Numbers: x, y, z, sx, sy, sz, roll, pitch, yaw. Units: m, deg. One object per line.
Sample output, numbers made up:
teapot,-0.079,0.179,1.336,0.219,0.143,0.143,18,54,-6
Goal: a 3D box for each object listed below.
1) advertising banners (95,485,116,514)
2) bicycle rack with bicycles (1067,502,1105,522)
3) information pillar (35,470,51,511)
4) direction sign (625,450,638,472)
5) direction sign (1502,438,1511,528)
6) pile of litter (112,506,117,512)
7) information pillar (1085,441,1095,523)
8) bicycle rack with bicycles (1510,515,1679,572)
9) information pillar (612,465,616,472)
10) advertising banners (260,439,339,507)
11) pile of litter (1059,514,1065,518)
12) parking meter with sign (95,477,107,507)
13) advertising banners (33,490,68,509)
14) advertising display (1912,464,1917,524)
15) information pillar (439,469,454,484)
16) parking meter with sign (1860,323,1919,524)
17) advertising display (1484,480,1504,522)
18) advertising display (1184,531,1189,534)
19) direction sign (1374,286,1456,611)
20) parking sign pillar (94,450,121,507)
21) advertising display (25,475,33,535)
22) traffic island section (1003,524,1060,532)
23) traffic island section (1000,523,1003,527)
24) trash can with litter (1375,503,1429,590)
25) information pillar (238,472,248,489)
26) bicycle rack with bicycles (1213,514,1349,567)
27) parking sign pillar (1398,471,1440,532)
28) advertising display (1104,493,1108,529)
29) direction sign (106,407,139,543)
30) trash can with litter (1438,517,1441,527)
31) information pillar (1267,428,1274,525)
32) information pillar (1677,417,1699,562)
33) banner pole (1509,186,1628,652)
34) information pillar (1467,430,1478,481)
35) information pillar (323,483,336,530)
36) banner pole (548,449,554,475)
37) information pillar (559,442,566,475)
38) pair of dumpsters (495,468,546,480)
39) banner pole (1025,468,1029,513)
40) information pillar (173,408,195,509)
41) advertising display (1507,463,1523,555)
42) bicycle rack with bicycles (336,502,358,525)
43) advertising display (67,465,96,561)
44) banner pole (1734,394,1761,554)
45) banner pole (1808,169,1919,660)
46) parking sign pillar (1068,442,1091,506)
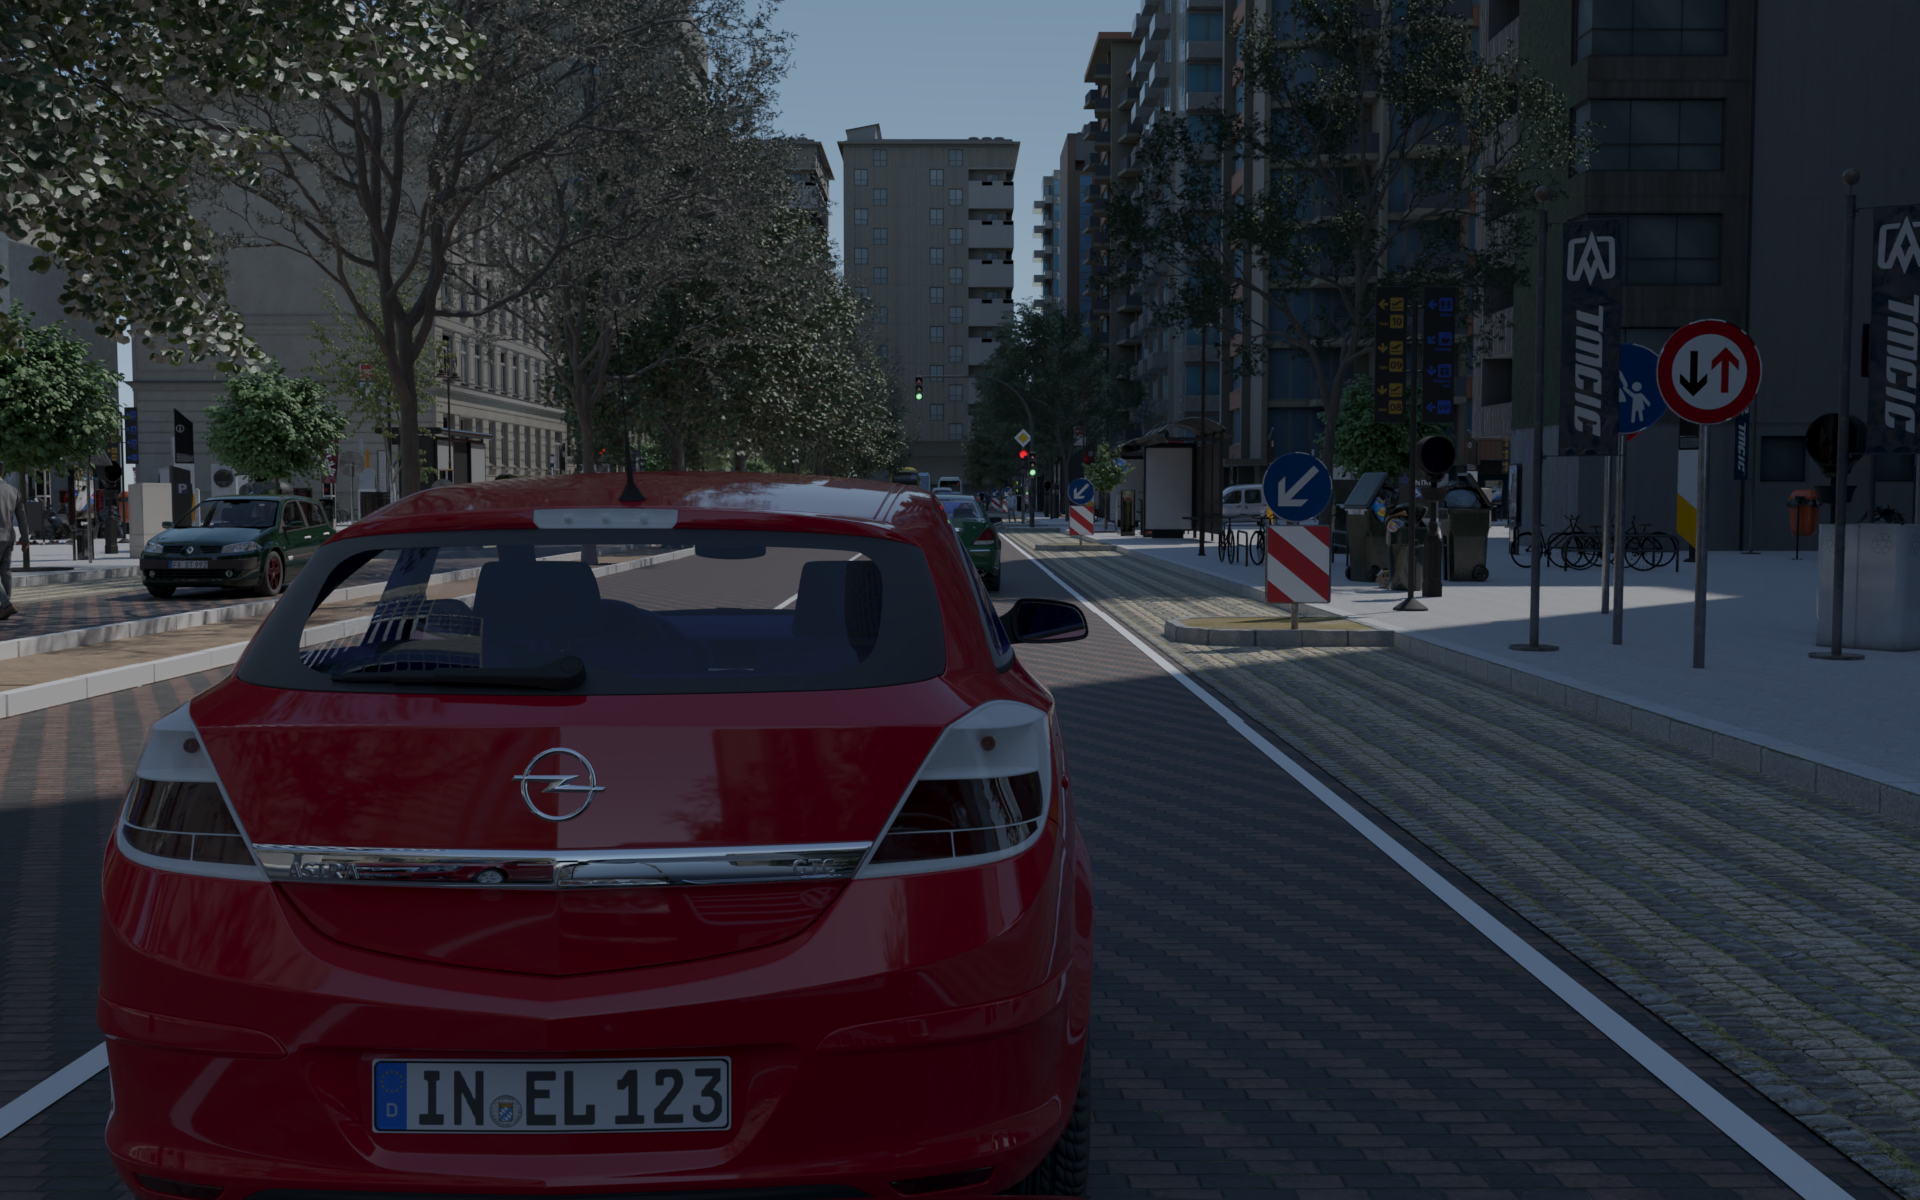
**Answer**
advertising banners,-27.766,-3.647,55.809,0.090,3.025,2.074,0,4,8
bicycle rack with bicycles,6.431,-4.078,80.054,2.925,0.926,2.852,-2,4,-34
information pillar,-26.931,-2.837,50.882,0.304,2.012,0.304,0,4,-1
direction sign,-16.846,-5.920,88.796,0.876,3.537,0.379,2,4,31
direction sign,20.876,-4.508,65.710,0.379,3.537,0.876,-2,4,-27
pile of litter,-32.394,-3.180,65.951,1.176,0.858,1.719,3,5,44
information pillar,5.762,-5.245,77.105,0.504,3.616,0.183,2,4,27
bicycle rack with bicycles,10.930,-0.991,29.591,2.925,0.926,2.852,1,4,11
information pillar,-18.852,-6.289,94.179,0.183,3.616,0.504,1,4,23
advertising banners,-16.644,-2.911,43.776,2.074,3.025,0.090,0,4,1
pile of litter,6.022,-4.897,94.033,1.176,0.858,1.719,-2,4,-26
parking meter with sign,-73.467,-9.279,147.964,0.543,3.016,1.738,-3,5,-40
advertising banners,-32.860,-4.123,63.604,2.074,3.025,0.090,-2,4,-32
advertising display,20.722,-1.924,36.676,0.974,1.923,0.123,1,4,14
information pillar,-15.168,-2.855,51.170,0.304,2.012,0.304,2,4,24
parking meter with sign,9.947,-1.282,17.230,0.543,3.016,1.738,-3,5,-41
advertising display,24.823,-4.607,80.544,0.123,1.923,0.974,-3,5,-39
advertising display,7.102,-3.086,55.664,0.123,1.923,0.974,-2,4,-27
direction sign,4.971,-1.652,19.001,0.876,3.537,0.379,0,4,-2
parking sign pillar,-42.754,-6.008,86.707,1.447,3.967,1.447,2,4,28
advertising display,-29.220,-3.003,54.319,0.123,1.923,0.974,-3,4,-37
traffic island section,2.786,-2.717,66.709,2.009,0.180,2.903,0,4,0
traffic island section,2.742,-3.206,74.694,2.009,0.180,2.903,0,4,0
trash can with litter,5.863,-0.727,23.272,0.624,1.170,1.055,0,4,-8
information pillar,-31.244,-5.156,75.653,0.504,3.616,0.183,-2,4,-25
bicycle rack with bicycles,5.879,-1.099,31.347,2.852,0.926,2.925,0,4,5
parking sign pillar,15.575,-4.304,58.846,1.447,3.967,1.447,2,4,27
advertising display,5.362,-3.564,63.482,0.123,1.923,0.974,0,4,4
direction sign,-21.818,-3.250,45.140,0.876,3.537,0.379,0,4,4
trash can with litter,17.032,-3.236,63.963,2.233,1.210,1.678,-2,4,-25
information pillar,11.015,-4.288,61.469,0.183,3.616,0.504,2,4,27
information pillar,13.753,-2.518,32.519,0.504,3.616,0.183,3,5,44
banner pole,4.934,-1.471,14.060,0.863,3.779,0.401,2,4,31
information pillar,18.655,-4.390,63.133,0.183,3.616,0.504,-2,4,-24
information pillar,-20.694,-3.201,56.828,0.304,2.012,0.304,0,4,3
banner pole,-22.582,-6.462,95.666,0.401,3.779,0.863,1,4,14
information pillar,-17.966,-5.322,78.371,0.183,3.616,0.504,1,4,10
pair of dumpsters,-16.126,-3.744,63.708,1.574,2.255,4.437,0,4,0
banner pole,4.554,-7.766,116.997,0.401,3.779,0.863,-2,4,-23
information pillar,-21.117,-3.412,47.141,0.504,3.616,0.183,-3,4,-38
advertising display,11.759,-1.927,36.719,0.123,1.923,0.974,0,4,7
bicycle rack with bicycles,-27.541,-3.796,75.441,2.925,0.926,2.852,-2,4,-24
advertising display,-17.101,-1.745,33.747,0.123,1.923,0.974,0,4,-5
banner pole,16.893,-2.887,37.216,0.401,3.779,0.863,-1,4,-13
banner pole,7.051,-1.425,13.312,0.863,3.779,0.401,2,4,32
parking sign pillar,6.043,-6.050,87.397,1.447,3.967,1.447,-1,4,-10
